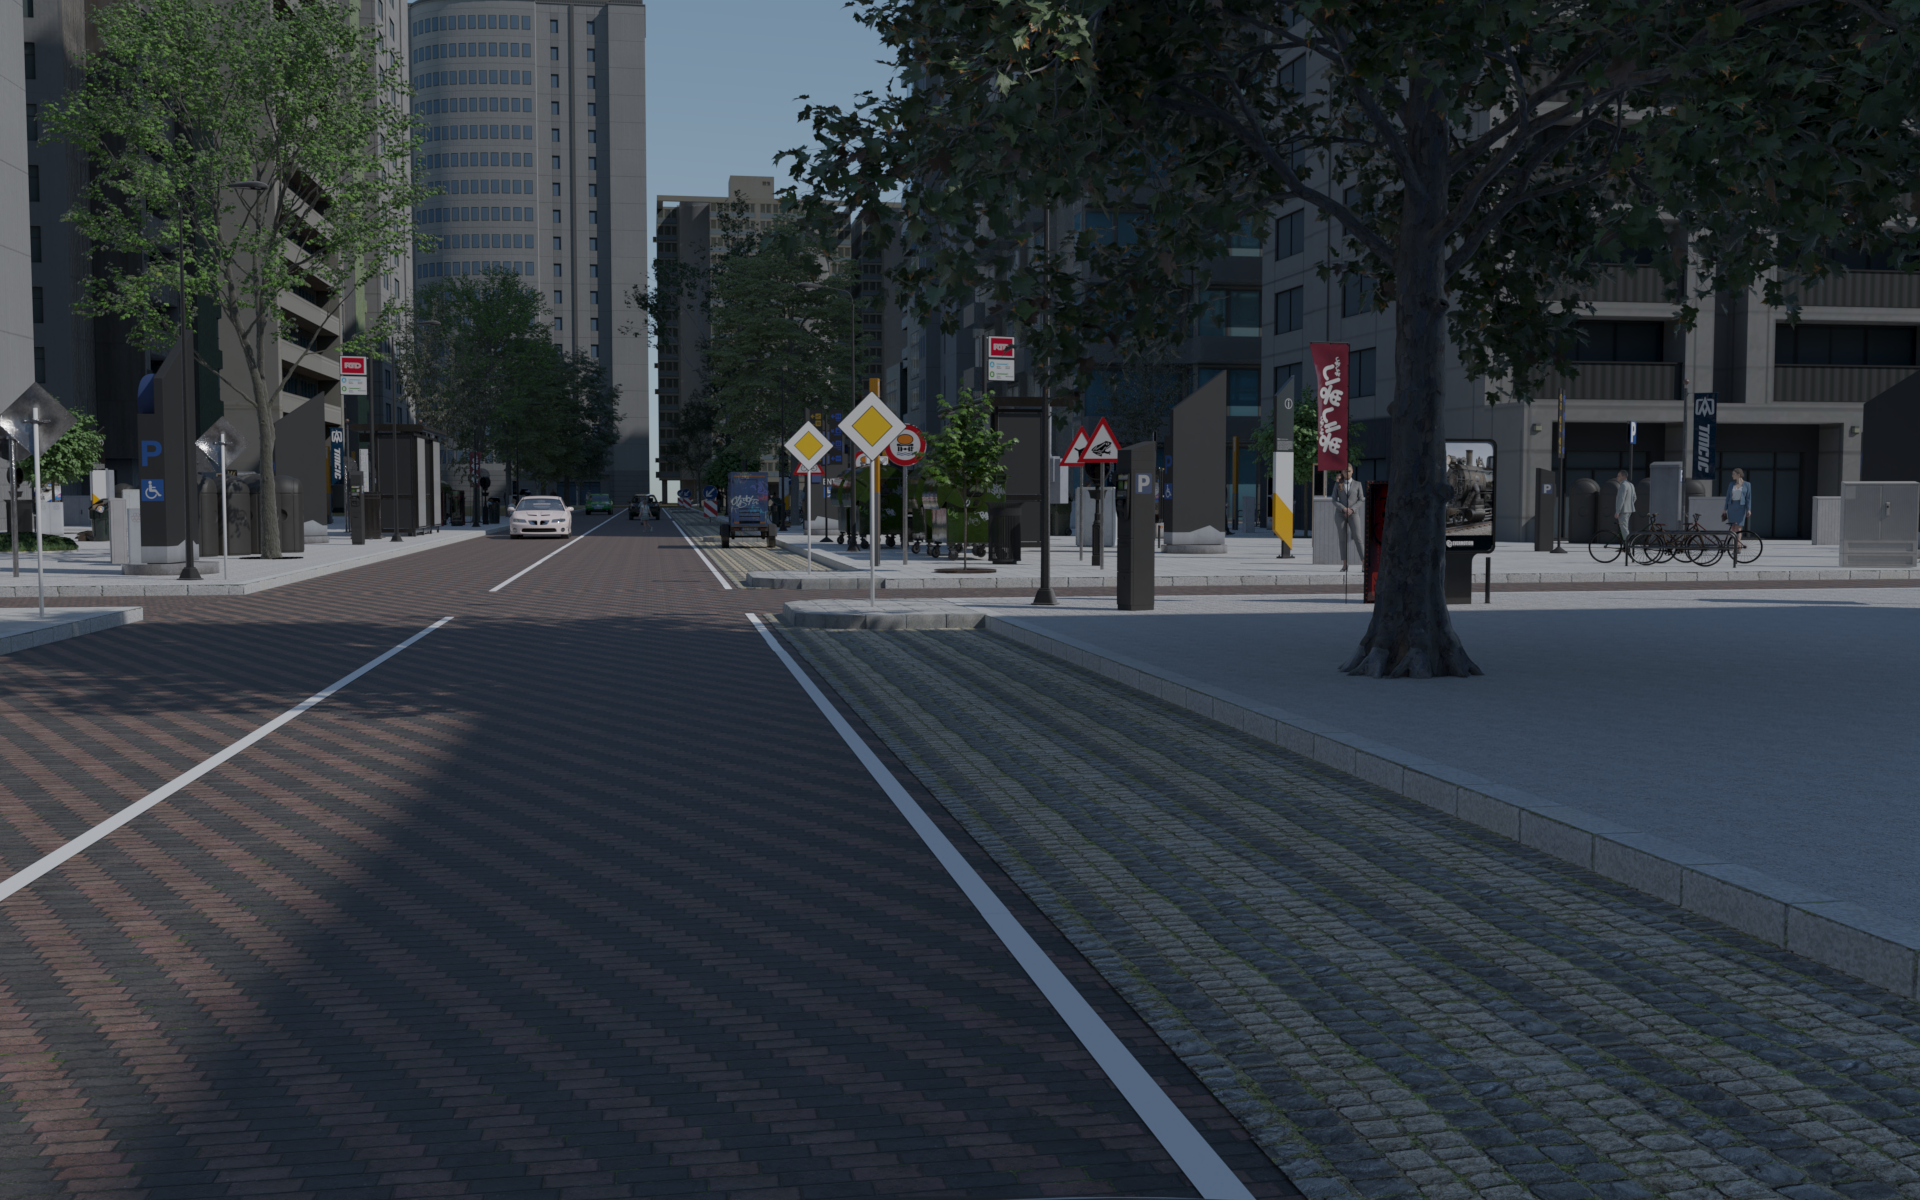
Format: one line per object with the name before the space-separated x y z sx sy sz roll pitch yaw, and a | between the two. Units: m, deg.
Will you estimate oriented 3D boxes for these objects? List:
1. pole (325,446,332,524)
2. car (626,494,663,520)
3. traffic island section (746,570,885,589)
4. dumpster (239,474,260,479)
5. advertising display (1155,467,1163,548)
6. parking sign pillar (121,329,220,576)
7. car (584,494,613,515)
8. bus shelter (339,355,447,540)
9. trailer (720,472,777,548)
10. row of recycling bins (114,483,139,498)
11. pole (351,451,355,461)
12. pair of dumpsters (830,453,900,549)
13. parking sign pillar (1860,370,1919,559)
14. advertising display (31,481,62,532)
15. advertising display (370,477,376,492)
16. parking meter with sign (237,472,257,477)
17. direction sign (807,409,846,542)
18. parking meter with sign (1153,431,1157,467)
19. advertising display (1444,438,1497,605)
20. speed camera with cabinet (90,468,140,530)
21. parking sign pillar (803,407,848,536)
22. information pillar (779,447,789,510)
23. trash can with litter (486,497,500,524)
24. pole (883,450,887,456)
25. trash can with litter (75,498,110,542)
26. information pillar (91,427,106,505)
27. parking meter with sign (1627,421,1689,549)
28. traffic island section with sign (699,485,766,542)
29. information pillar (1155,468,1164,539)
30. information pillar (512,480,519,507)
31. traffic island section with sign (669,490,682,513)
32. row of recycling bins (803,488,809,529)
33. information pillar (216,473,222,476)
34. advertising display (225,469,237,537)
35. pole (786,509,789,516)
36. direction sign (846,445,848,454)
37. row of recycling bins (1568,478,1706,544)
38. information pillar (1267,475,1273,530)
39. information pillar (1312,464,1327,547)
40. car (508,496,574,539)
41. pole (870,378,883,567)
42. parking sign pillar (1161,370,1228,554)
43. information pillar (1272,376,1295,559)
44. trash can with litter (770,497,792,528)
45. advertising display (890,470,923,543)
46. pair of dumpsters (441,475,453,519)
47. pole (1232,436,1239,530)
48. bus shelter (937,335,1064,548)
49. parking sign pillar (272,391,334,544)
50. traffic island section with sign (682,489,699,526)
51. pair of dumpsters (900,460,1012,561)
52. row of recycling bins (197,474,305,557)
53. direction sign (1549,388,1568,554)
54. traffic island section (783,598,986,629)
pole | -26.885 -4.884 73.697 0.158 3.312 0.155 0 3 0
car | -17.672 -5.334 96.993 2.009 1.686 4.222 -1 4 -10
traffic island section | -2.353 -0.322 27.552 2.009 0.180 2.903 -1 4 -10
dumpster | -20.203 -2.709 50.047 1.264 1.857 1.865 -1 4 -10
advertising display | 4.459 -2.209 41.328 0.123 1.923 0.974 -3 4 -38
parking sign pillar | -12.716 -2.405 27.799 1.447 3.967 1.447 0 4 -3
car | -25.007 -6.805 120.064 1.959 1.807 4.718 -1 4 -9
bus shelter | -17.335 -4.611 53.026 2.179 5.291 8.768 -1 4 -10
trailer | -5.746 -2.426 46.715 1.471 1.999 3.904 -1 4 -9
row of recycling bins | -31.442 -3.711 67.784 1.069 1.692 3.534 2 4 31
pole | -28.986 -5.443 82.842 0.158 3.312 0.155 0 3 0
pair of dumpsters | -2.162 -2.429 42.206 1.574 2.255 4.437 -1 4 -10
parking sign pillar | 18.819 -2.832 34.769 1.447 3.967 1.447 1 4 23
advertising display | -30.718 -3.246 58.289 0.123 1.923 0.974 2 4 34
advertising display | -22.048 -3.686 65.480 0.123 1.923 0.974 -3 5 -40
parking meter with sign | -24.511 -3.861 59.396 1.738 3.016 0.543 -1 4 -10
direction sign | -3.570 -3.317 46.226 0.876 3.537 0.379 0 4 4
parking meter with sign | 6.196 -3.151 47.774 1.738 3.016 0.543 0 4 4
advertising display | 5.770 -0.911 20.110 0.974 1.923 0.123 -1 4 -17
speed camera with cabinet | -30.329 -4.183 62.730 2.038 3.252 0.660 -1 4 -10
parking sign pillar | -4.176 -4.009 54.013 1.447 3.967 1.447 -2 4 -25
information pillar | -8.701 -5.749 85.351 0.504 3.616 0.183 -1 4 -9
trash can with litter | -20.157 -3.876 74.752 0.624 1.170 1.055 -1 4 -16
pole | -2.327 -3.678 53.974 0.158 3.312 0.155 0 3 0
trash can with litter | -23.433 -2.164 46.775 1.055 1.170 0.624 1 4 14
information pillar | -30.009 -4.221 60.360 0.183 3.616 0.504 2 4 34
parking meter with sign | 16.659 -2.725 40.812 1.738 3.016 0.543 2 4 34
traffic island section with sign | -6.704 -2.650 51.955 1.989 1.847 2.006 -1 4 -10
information pillar | 5.759 -2.767 49.732 0.304 2.012 0.304 0 4 -5
information pillar | -23.049 -5.219 89.818 0.304 2.012 0.304 0 4 2
traffic island section with sign | -20.455 -7.362 128.991 1.989 1.847 2.006 -1 4 -10
row of recycling bins | -4.889 -3.414 62.926 1.069 1.692 3.534 1 4 10
information pillar | -26.302 -3.507 61.837 0.304 2.012 0.304 1 4 9
advertising display | -19.131 -2.461 45.447 0.123 1.923 0.974 -1 4 -8
pole | -9.979 -6.481 99.804 0.158 3.312 0.155 0 3 0
direction sign | -5.358 -5.342 79.331 0.379 3.537 0.876 2 4 26
row of recycling bins | 17.256 -2.273 44.274 1.069 1.692 3.534 -3 5 -45
information pillar | 11.181 -3.525 62.123 0.304 2.012 0.304 1 4 21
information pillar | 8.667 -2.279 41.760 0.304 2.012 0.304 1 4 19
car | -13.699 -2.711 56.688 2.083 1.381 4.827 -1 4 -11
pole | -1.507 -2.251 30.647 0.158 3.312 0.155 0 3 0
parking sign pillar | 5.094 -3.003 37.574 1.447 3.967 1.447 -1 4 -21
information pillar | 6.411 -2.626 34.297 0.504 3.616 0.183 -2 4 -34
trash can with litter | -6.803 -3.363 66.372 0.624 1.170 1.055 -3 5 -41
advertising display | -1.406 -2.491 45.936 0.974 1.923 0.123 1 4 14
pair of dumpsters | -25.892 -5.049 85.053 1.574 2.255 4.437 -1 4 -10
pole | 9.742 -4.123 61.251 0.158 3.312 0.155 0 3 0
bus shelter | 0.788 -3.902 41.437 2.179 5.291 8.768 -1 4 -10
parking sign pillar | -17.271 -3.470 45.207 1.447 3.967 1.447 -3 4 -39
traffic island section with sign | -11.463 -4.279 78.585 1.989 1.847 2.006 -1 4 -10
pair of dumpsters | -0.073 -2.001 35.210 1.574 2.255 4.437 -1 4 -10
row of recycling bins | -15.205 -1.810 36.709 1.069 1.692 3.534 1 4 17
direction sign | 12.966 -2.777 37.403 0.379 3.537 0.876 2 4 27
traffic island section | -0.950 0.158 19.691 2.009 0.180 2.903 -1 4 -10
